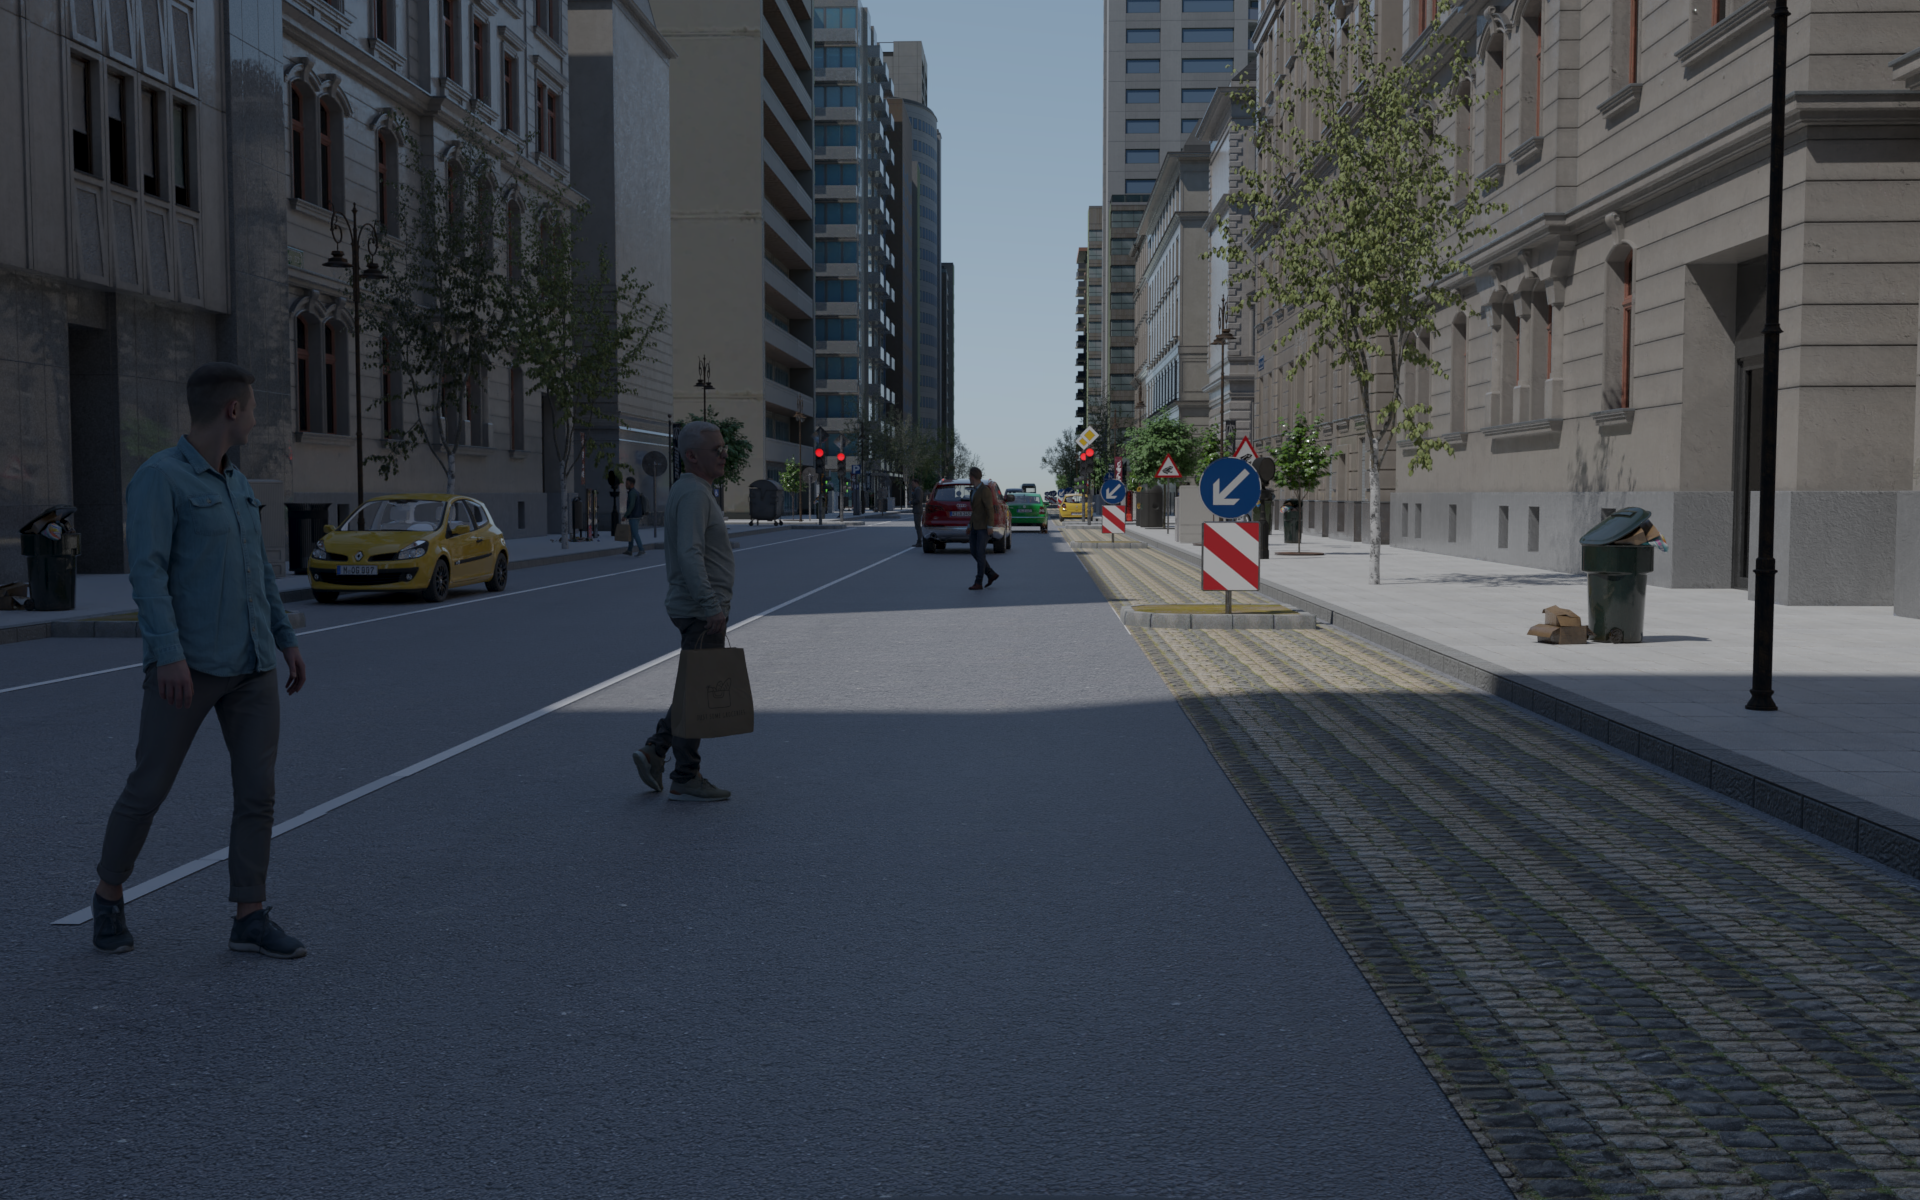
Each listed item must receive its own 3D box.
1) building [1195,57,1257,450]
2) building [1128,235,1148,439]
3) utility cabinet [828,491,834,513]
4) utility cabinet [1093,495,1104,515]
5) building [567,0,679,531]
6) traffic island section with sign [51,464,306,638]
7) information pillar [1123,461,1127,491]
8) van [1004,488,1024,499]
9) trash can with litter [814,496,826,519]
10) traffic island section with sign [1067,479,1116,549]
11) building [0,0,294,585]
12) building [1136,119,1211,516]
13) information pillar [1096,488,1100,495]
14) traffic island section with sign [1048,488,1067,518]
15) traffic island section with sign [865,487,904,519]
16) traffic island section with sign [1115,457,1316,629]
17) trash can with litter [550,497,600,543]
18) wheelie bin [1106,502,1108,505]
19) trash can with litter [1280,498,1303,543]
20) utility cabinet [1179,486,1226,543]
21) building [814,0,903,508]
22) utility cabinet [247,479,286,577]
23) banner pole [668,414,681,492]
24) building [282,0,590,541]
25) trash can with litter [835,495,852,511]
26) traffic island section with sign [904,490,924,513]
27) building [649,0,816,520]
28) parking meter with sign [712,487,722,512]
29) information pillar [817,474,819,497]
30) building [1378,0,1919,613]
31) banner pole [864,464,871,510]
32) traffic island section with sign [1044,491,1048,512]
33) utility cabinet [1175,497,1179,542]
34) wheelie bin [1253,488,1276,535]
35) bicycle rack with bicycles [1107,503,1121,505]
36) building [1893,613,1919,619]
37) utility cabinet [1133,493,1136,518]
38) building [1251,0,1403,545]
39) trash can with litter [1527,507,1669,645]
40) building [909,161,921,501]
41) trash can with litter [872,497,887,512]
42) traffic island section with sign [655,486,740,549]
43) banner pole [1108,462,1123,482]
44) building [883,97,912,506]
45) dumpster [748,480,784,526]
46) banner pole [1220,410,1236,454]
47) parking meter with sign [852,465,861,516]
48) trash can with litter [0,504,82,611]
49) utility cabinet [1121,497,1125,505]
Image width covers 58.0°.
[{"bbox_3d":[22.098,-15.706,85.675,19.941,23.489,11.050,0,4,2],"label":"building"},{"bbox_3d":[20.595,-21.033,141.154,12.463,27.353,25.104,0,4,2],"label":"building"},{"bbox_3d":[-8.662,-6.568,116.070,0.318,1.500,1.173,0,4,2],"label":"utility cabinet"},{"bbox_3d":[8.629,-5.841,106.663,0.306,1.237,1.020,0,4,-7],"label":"utility cabinet"},{"bbox_3d":[-20.413,-13.153,64.204,18.267,20.994,9.793,0,4,2],"label":"building"},{"bbox_3d":[-8.071,-0.587,18.219,1.989,1.847,2.006,0,4,2],"label":"traffic island section with sign"},{"bbox_3d":[11.606,-8.023,122.526,0.504,3.616,0.183,-3,4,-38],"label":"information pillar"},{"bbox_3d":[3.897,-7.177,124.360,2.013,2.044,4.112,0,4,1],"label":"van"},{"bbox_3d":[-7.193,-4.731,88.734,0.624,1.170,1.055,0,4,-6],"label":"trash can with litter"},{"bbox_3d":[3.940,-2.293,46.117,1.989,1.847,2.006,0,4,2],"label":"traffic island section with sign"},{"bbox_3d":[-19.196,-12.528,22.858,12.078,24.808,19.932,0,4,2],"label":"building"},{"bbox_3d":[20.465,-17.143,113.571,16.112,22.955,30.059,0,4,2],"label":"building"},{"bbox_3d":[11.630,-8.642,145.795,0.304,2.012,0.304,1,4,13],"label":"information pillar"},{"bbox_3d":[6.321,-5.713,102.034,1.989,1.847,2.006,0,4,2],"label":"traffic island section with sign"},{"bbox_3d":[-4.515,-5.701,101.843,1.989,1.847,2.006,0,4,2],"label":"traffic island section with sign"},{"bbox_3d":[2.797,-0.646,19.186,1.989,1.847,2.006,0,4,2],"label":"traffic island section with sign"},{"bbox_3d":[-10.542,-2.175,46.613,1.678,1.210,2.233,1,4,8],"label":"trash can with litter"},{"bbox_3d":[11.395,-7.771,134.972,0.693,1.594,0.980,3,5,43],"label":"wheelie bin"},{"bbox_3d":[8.611,-2.066,45.173,0.624,1.170,1.055,0,4,5],"label":"trash can with litter"},{"bbox_3d":[6.318,-2.230,45.146,1.173,1.500,0.318,0,4,1],"label":"utility cabinet"},{"bbox_3d":[-18.193,-33.692,170.468,23.786,49.044,30.456,0,4,2],"label":"building"},{"bbox_3d":[-10.720,-1.054,25.919,0.318,1.500,1.173,3,4,38],"label":"utility cabinet"},{"bbox_3d":[-8.918,-3.917,54.054,0.401,3.779,0.863,-3,5,-42],"label":"banner pole"},{"bbox_3d":[-19.065,-15.729,44.561,14.401,28.519,23.554,0,4,2],"label":"building"},{"bbox_3d":[-8.922,-7.179,128.432,2.233,1.210,1.678,-1,4,-15],"label":"trash can with litter"},{"bbox_3d":[-3.347,-7.395,129.528,1.989,1.847,2.006,0,4,2],"label":"traffic island section with sign"},{"bbox_3d":[-20.025,-28.895,96.134,21.300,48.544,21.600,0,4,2],"label":"building"},{"bbox_3d":[-10.235,-4.466,69.281,0.543,3.016,1.738,3,5,44],"label":"parking meter with sign"},{"bbox_3d":[-12.502,-9.821,151.925,0.183,3.616,0.504,2,4,34],"label":"information pillar"},{"bbox_3d":[16.158,-14.826,29.791,14.401,28.519,23.554,0,4,2],"label":"building"},{"bbox_3d":[-7.693,-9.362,143.085,0.863,3.779,0.401,2,4,29],"label":"banner pole"},{"bbox_3d":[7.461,-7.360,128.965,1.989,1.847,2.006,0,4,2],"label":"traffic island section with sign"},{"bbox_3d":[5.946,-2.170,46.637,0.306,1.237,1.020,0,4,4],"label":"utility cabinet"},{"bbox_3d":[9.510,-2.835,54.268,0.693,1.594,0.980,1,4,17],"label":"wheelie bin"},{"bbox_3d":[10.807,-6.176,114.360,2.852,0.926,2.925,0,4,-5],"label":"bicycle rack with bicycles"},{"bbox_3d":[15.576,-13.372,6.030,14.401,28.519,23.554,0,4,2],"label":"building"},{"bbox_3d":[9.207,-5.059,91.400,0.318,1.500,1.173,-1,4,-15],"label":"utility cabinet"},{"bbox_3d":[16.543,-15.746,54.709,12.463,27.353,25.104,0,4,2],"label":"building"},{"bbox_3d":[5.477,-0.214,14.885,1.055,1.170,0.624,-1,4,-18],"label":"trash can with litter"},{"bbox_3d":[-12.182,-32.012,206.983,14.154,41.232,14.086,0,4,2],"label":"building"},{"bbox_3d":[-5.628,-6.764,121.986,1.055,1.170,0.624,-2,4,-24],"label":"trash can with litter"},{"bbox_3d":[-6.894,-2.273,45.791,1.989,1.847,2.006,0,4,2],"label":"traffic island section with sign"},{"bbox_3d":[11.009,-8.203,124.136,0.863,3.779,0.401,1,4,12],"label":"banner pole"},{"bbox_3d":[-12.709,-33.183,192.656,14.600,45.320,14.200,0,4,2],"label":"building"},{"bbox_3d":[-7.801,-3.903,69.565,1.264,1.857,1.865,0,4,2],"label":"dumpster"},{"bbox_3d":[7.943,-3.766,51.590,0.863,3.779,0.401,-3,5,-40],"label":"banner pole"},{"bbox_3d":[-6.182,-6.592,104.047,0.543,3.016,1.738,0,3,0],"label":"parking meter with sign"},{"bbox_3d":[-10.257,-0.470,19.072,1.055,1.170,0.624,0,4,6],"label":"trash can with litter"},{"bbox_3d":[9.007,-5.110,94.714,0.306,1.237,1.020,0,4,-1],"label":"utility cabinet"}]
